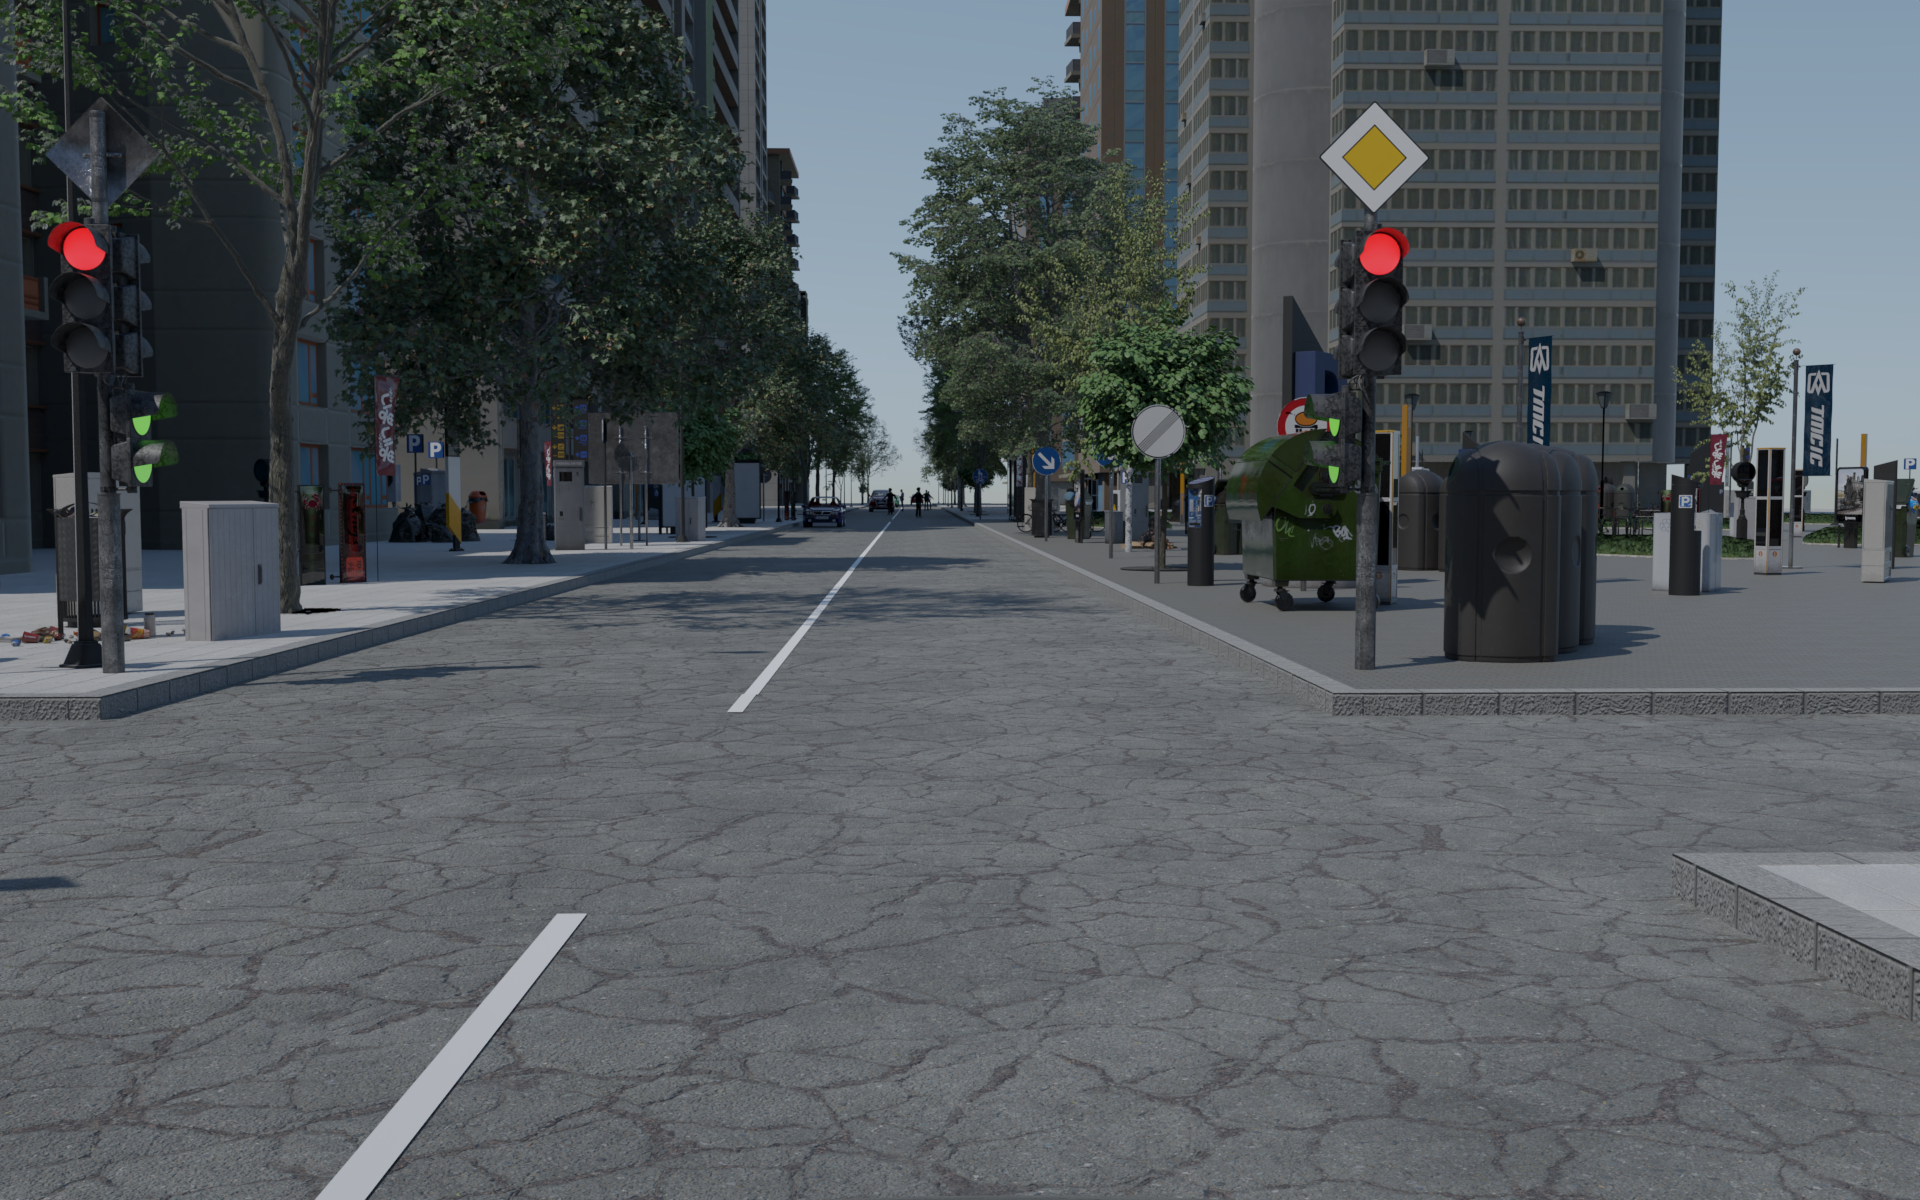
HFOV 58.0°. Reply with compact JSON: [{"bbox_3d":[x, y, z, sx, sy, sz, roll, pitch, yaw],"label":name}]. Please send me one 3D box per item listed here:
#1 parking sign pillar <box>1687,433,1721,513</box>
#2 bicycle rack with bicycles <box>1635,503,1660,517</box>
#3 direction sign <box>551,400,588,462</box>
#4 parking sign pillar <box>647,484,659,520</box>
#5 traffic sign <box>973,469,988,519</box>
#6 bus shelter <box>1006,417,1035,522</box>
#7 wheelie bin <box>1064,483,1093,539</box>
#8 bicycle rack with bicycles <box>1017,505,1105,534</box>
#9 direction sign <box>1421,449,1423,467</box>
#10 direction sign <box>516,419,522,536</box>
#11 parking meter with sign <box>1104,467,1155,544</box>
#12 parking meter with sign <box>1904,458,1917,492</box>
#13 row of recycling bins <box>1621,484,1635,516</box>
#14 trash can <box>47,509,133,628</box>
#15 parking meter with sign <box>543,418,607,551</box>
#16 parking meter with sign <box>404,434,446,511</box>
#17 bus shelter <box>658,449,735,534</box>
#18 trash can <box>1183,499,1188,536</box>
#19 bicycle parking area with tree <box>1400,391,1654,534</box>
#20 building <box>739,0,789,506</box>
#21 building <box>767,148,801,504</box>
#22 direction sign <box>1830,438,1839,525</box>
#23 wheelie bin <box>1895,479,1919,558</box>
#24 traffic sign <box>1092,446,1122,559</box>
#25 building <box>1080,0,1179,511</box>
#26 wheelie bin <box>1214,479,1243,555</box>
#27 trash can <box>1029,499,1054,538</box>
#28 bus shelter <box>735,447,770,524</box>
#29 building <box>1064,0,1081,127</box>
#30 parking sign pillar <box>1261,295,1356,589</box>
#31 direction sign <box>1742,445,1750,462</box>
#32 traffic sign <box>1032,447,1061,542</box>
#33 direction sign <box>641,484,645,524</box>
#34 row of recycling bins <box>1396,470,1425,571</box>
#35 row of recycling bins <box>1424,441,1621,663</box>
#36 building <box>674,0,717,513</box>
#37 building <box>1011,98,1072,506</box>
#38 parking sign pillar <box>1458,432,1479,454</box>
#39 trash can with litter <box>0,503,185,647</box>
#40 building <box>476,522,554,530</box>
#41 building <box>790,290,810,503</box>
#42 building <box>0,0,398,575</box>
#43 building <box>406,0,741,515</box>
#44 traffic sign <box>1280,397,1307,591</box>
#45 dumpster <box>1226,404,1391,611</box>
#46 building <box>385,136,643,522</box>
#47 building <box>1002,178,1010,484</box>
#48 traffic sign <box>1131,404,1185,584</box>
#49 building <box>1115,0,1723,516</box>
[{"bbox_3d":[33.057,-5.415,77.010,1.447,3.967,1.447,0,4,0],"label":"parking sign pillar"},{"bbox_3d":[28.704,-3.611,72.427,2.925,0.926,2.852,2,4,34],"label":"bicycle rack with bicycles"},{"bbox_3d":[-9.379,-3.038,41.662,0.876,3.537,0.379,0,4,-3],"label":"direction sign"},{"bbox_3d":[-14.983,-5.975,86.166,1.447,3.967,1.447,1,4,20],"label":"parking sign pillar"},{"bbox_3d":[1.027,-5.354,87.651,0.768,2.556,0.104,0,4,0],"label":"traffic sign"},{"bbox_3d":[3.199,-6.424,82.671,2.179,5.291,8.768,0,4,-1],"label":"bus shelter"},{"bbox_3d":[3.344,-2.527,49.225,0.693,1.594,0.980,2,4,26],"label":"wheelie bin"},{"bbox_3d":[3.339,-2.690,57.368,2.925,0.926,2.852,0,4,8],"label":"bicycle rack with bicycles"},{"bbox_3d":[23.334,-5.842,87.510,0.379,3.537,0.876,1,4,15],"label":"direction sign"},{"bbox_3d":[-13.251,-3.688,52.303,0.379,3.537,0.876,-2,4,-26],"label":"direction sign"},{"bbox_3d":[4.523,-2.988,45.107,1.738,3.016,0.543,-3,5,-40],"label":"parking meter with sign"},{"bbox_3d":[45.829,-5.349,83.710,0.543,3.016,1.738,2,4,32],"label":"parking meter with sign"},{"bbox_3d":[25.296,-3.782,68.947,1.069,1.692,3.534,-2,4,-33],"label":"row of recycling bins"},{"bbox_3d":[-8.420,-0.315,16.798,0.748,1.137,0.748,0,3,0],"label":"trash can"},{"bbox_3d":[-8.946,-2.648,39.554,1.738,3.016,0.543,-1,4,-15],"label":"parking meter with sign"},{"bbox_3d":[-15.515,-3.354,51.102,0.543,3.016,1.738,1,4,21],"label":"parking meter with sign"},{"bbox_3d":[-8.875,-3.885,57.451,2.014,3.302,5.546,0,4,-1],"label":"bus shelter"},{"bbox_3d":[7.204,-2.536,53.114,0.748,1.137,0.748,0,3,0],"label":"trash can"},{"bbox_3d":[15.358,-3.781,48.823,8.231,4.147,9.016,2,4,26],"label":"bicycle parking area with tree"},{"bbox_3d":[-29.359,-45.884,188.454,20.563,71.187,20.611,0,4,-2],"label":"building"},{"bbox_3d":[-31.298,-34.217,214.076,22.147,44.769,28.867,0,4,-2],"label":"building"},{"bbox_3d":[35.718,-4.808,70.609,0.379,3.537,0.876,2,4,30],"label":"direction sign"},{"bbox_3d":[19.069,-1.676,35.316,0.693,1.594,0.980,-3,5,-41],"label":"wheelie bin"},{"bbox_3d":[3.007,-2.098,34.409,0.768,2.556,0.104,0,4,6],"label":"traffic sign"},{"bbox_3d":[15.822,-28.688,119.166,14.600,45.320,14.200,0,4,-2],"label":"building"},{"bbox_3d":[5.708,-1.755,36.609,0.980,1.594,0.693,-2,4,-30],"label":"wheelie bin"},{"bbox_3d":[2.406,-2.405,50.983,0.748,1.137,0.748,0,3,0],"label":"trash can"},{"bbox_3d":[-9.457,-5.100,77.302,2.014,3.302,5.546,0,4,-2],"label":"bus shelter"},{"bbox_3d":[19.954,-29.735,140.796,22.147,44.769,28.867,0,4,-2],"label":"building"},{"bbox_3d":[4.942,-2.178,24.075,1.447,3.967,1.447,3,4,36],"label":"parking sign pillar"},{"bbox_3d":[36.171,-5.375,79.885,0.379,3.537,0.876,0,4,-3],"label":"direction sign"},{"bbox_3d":[2.330,-2.853,46.747,0.768,2.556,0.104,0,4,0],"label":"traffic sign"},{"bbox_3d":[-13.377,-4.970,73.249,0.876,3.537,0.379,2,4,33],"label":"direction sign"},{"bbox_3d":[8.108,-1.333,28.912,1.069,1.692,3.534,-3,5,-42],"label":"row of recycling bins"},{"bbox_3d":[4.835,-0.463,14.676,1.069,1.692,3.534,2,4,25],"label":"row of recycling bins"},{"bbox_3d":[-24.064,-26.407,115.347,14.154,41.232,14.086,0,4,-2],"label":"building"},{"bbox_3d":[13.882,-33.444,196.925,14.600,45.320,14.200,0,4,-2],"label":"building"},{"bbox_3d":[22.034,-5.262,74.506,1.447,3.967,1.447,-2,4,-31],"label":"parking sign pillar"},{"bbox_3d":[-8.065,-0.262,15.338,2.233,1.210,1.678,0,3,0],"label":"trash can with litter"},{"bbox_3d":[-27.596,-27.378,71.338,21.300,48.544,21.600,0,4,-2],"label":"building"},{"bbox_3d":[-28.058,-28.427,236.486,14.160,30.474,14.107,0,4,-2],"label":"building"},{"bbox_3d":[-29.217,-11.513,33.278,27.650,21.520,28.899,0,4,-2],"label":"building"},{"bbox_3d":[-28.542,-31.139,132.819,21.300,48.544,21.600,0,4,-2],"label":"building"},{"bbox_3d":[4.540,-1.389,22.812,0.768,2.556,0.104,0,4,2],"label":"traffic sign"},{"bbox_3d":[3.930,-1.050,19.656,1.502,2.255,1.985,0,4,-2],"label":"dumpster"},{"bbox_3d":[-28.091,-28.950,97.038,21.300,48.544,21.600,0,4,-2],"label":"building"},{"bbox_3d":[17.130,-35.357,232.710,22.147,44.769,28.867,0,4,-2],"label":"building"},{"bbox_3d":[2.825,-1.507,24.751,0.768,2.556,0.104,0,4,1],"label":"traffic sign"},{"bbox_3d":[25.773,-24.993,100.523,32.217,40.220,23.993,0,4,-2],"label":"building"}]
